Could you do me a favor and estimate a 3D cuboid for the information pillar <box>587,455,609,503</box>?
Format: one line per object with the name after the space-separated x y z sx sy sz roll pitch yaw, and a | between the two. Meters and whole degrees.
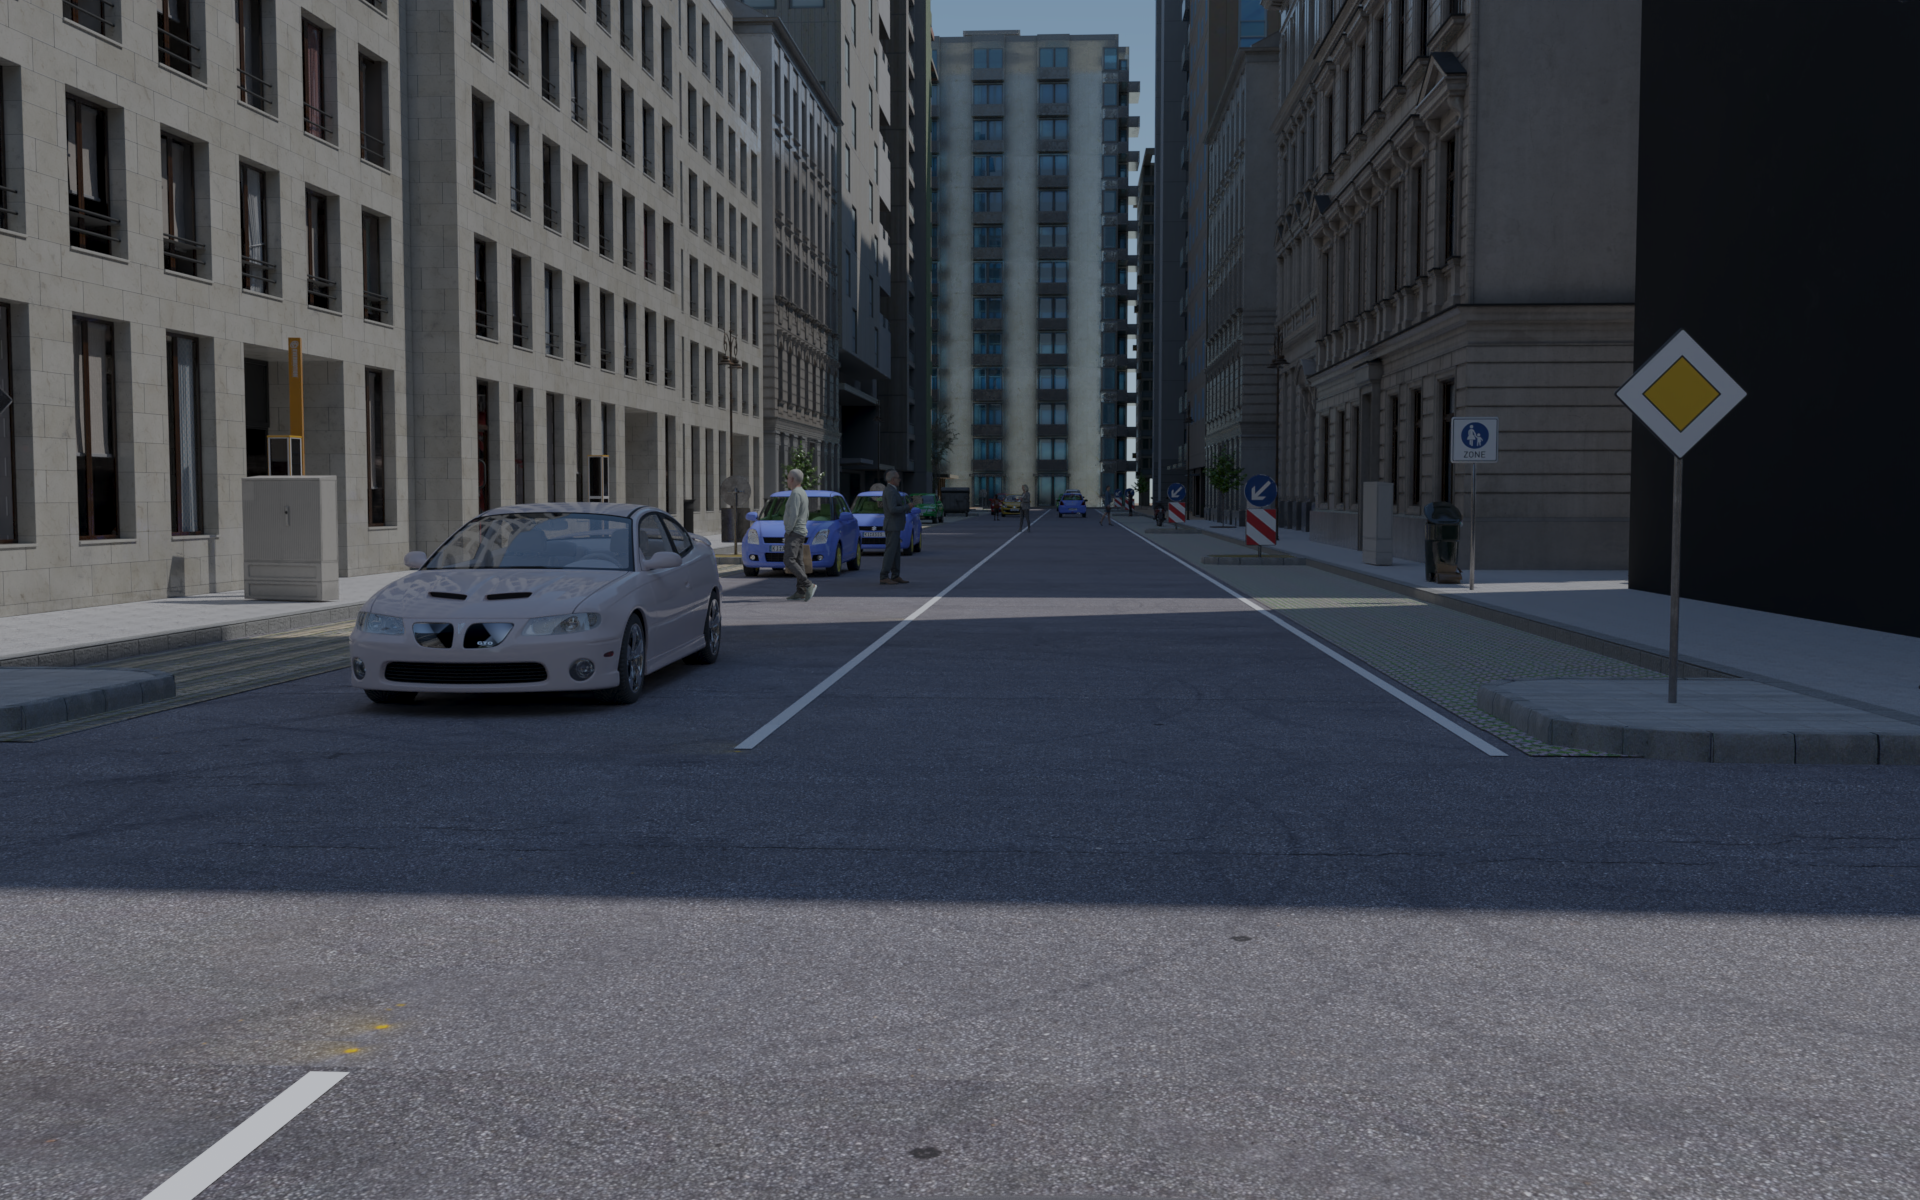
-6.843 -1.732 32.812 0.304 2.012 0.304 1 4 11 | information pillar

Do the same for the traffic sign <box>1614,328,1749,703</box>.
4.373 -0.424 10.573 0.795 2.450 0.064 0 4 4 | traffic sign

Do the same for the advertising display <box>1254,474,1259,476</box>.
9.716 -3.143 56.605 0.123 1.923 0.974 0 4 3 | advertising display

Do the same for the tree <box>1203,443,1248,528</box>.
10.168 -4.364 65.957 1.663 3.219 1.824 0 3 0 | tree

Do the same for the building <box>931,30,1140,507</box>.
3.321 -34.386 181.817 30.456 49.044 23.786 0 4 4 | building

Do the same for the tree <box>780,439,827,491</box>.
-5.527 -4.085 61.390 1.663 3.219 1.824 0 3 0 | tree

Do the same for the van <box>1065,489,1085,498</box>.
10.175 -9.087 155.586 2.013 2.044 4.112 0 4 6 | van

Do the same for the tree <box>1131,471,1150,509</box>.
15.187 -9.267 146.124 1.663 3.219 1.824 0 3 0 | tree

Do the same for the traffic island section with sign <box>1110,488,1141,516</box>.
10.868 -6.340 112.284 1.989 1.847 2.006 0 4 4 | traffic island section with sign

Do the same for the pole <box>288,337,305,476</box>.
-8.672 -1.764 22.681 0.158 3.312 0.155 0 3 0 | pole

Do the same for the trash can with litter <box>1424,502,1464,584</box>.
7.086 -0.839 25.108 0.624 1.170 1.055 0 4 3 | trash can with litter

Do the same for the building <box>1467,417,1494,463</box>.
52.925 -23.189 150.845 14.107 30.474 14.160 0 4 4 | building

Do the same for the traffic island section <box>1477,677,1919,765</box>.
4.397 0.711 10.649 2.009 0.180 2.903 0 4 4 | traffic island section

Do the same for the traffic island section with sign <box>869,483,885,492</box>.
-2.949 -3.327 63.025 1.989 1.847 2.006 0 4 4 | traffic island section with sign

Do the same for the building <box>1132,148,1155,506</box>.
30.757 -30.134 184.565 23.993 40.220 32.217 0 4 4 | building

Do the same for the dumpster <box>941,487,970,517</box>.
-0.290 -6.131 108.453 1.865 1.857 1.264 0 4 4 | dumpster

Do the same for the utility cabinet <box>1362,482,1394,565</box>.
7.587 -1.390 31.409 0.318 1.500 1.173 0 4 2 | utility cabinet

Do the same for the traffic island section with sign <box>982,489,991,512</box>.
1.927 -8.022 139.784 1.989 1.847 2.006 0 4 4 | traffic island section with sign

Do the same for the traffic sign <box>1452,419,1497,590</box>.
6.835 -1.281 23.068 0.606 2.300 0.079 0 4 6 | traffic sign

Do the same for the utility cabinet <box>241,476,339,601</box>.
-8.029 -0.738 20.737 1.173 1.500 0.318 1 4 21 | utility cabinet

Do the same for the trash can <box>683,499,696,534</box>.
-7.517 -2.156 46.910 0.748 1.137 0.748 0 3 0 | trash can

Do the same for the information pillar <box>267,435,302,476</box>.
-8.515 -1.064 21.893 0.304 2.012 0.304 0 4 7 | information pillar

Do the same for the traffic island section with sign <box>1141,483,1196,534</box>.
7.731 -3.328 63.048 1.989 1.847 2.006 0 4 4 | traffic island section with sign

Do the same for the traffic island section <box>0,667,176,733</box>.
-6.572 0.669 11.349 2.009 0.180 2.903 0 4 4 | traffic island section

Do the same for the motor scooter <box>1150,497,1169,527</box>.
8.831 -3.904 76.608 0.815 1.314 1.986 0 4 4 | motor scooter

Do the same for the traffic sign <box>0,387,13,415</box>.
-6.548 -0.467 11.286 0.795 2.450 0.064 0 4 4 | traffic sign

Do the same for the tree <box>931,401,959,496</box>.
-2.066 -11.364 136.155 4.360 8.622 3.978 0 3 0 | tree

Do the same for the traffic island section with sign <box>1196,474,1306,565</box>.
5.983 -1.648 35.570 1.989 1.847 2.006 0 4 4 | traffic island section with sign

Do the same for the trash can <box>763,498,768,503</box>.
-6.303 -2.872 58.611 0.748 1.137 0.748 0 3 0 | trash can

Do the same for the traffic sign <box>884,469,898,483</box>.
-3.453 -5.294 86.663 0.768 2.556 0.104 1 4 12 | traffic sign

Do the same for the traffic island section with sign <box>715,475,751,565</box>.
-4.687 -1.667 35.883 1.989 1.847 2.006 0 4 4 | traffic island section with sign

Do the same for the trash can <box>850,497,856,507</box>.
-5.048 -4.507 85.339 0.748 1.137 0.748 0 3 0 | trash can

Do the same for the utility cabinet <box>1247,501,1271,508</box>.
8.646 -2.382 50.114 0.306 1.237 1.020 -1 4 -17 | utility cabinet

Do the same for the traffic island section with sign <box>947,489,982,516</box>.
0.222 -6.376 112.883 1.989 1.847 2.006 0 4 4 | traffic island section with sign
